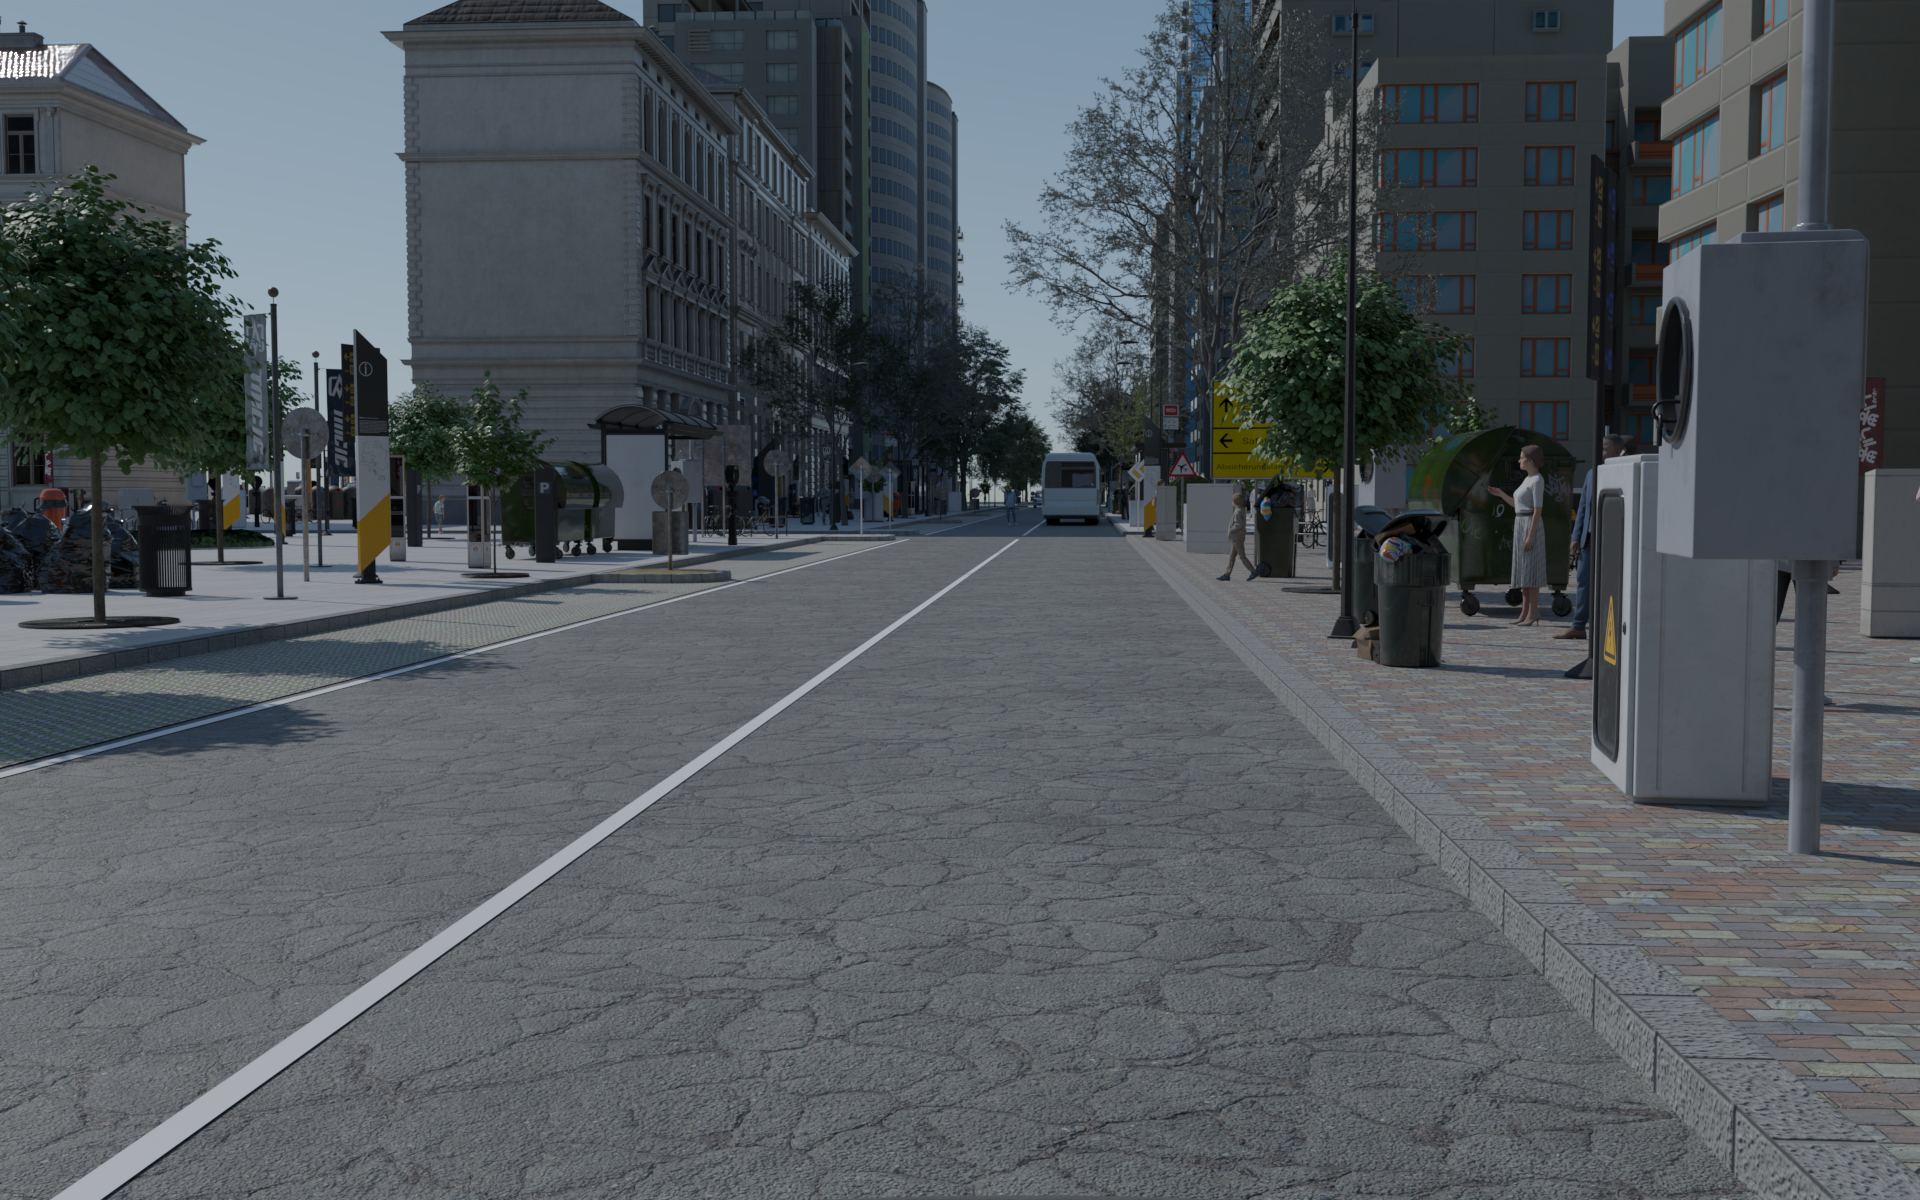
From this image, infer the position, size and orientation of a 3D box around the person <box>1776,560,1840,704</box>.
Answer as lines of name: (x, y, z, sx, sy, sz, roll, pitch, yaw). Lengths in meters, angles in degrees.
person: (4.959, -0.263, 10.529, 0.728, 1.800, 0.709, -2, 4, -31)

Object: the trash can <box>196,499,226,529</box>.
trash can: (-19.753, -2.082, 45.688, 0.748, 1.137, 0.748, 0, 3, 0)

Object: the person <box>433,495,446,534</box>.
person: (-16.664, -2.737, 55.472, 0.352, 1.250, 0.332, -2, 4, -31)

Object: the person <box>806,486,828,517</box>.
person: (-8.148, -5.622, 98.185, 1.509, 1.804, 0.699, -2, 4, -28)

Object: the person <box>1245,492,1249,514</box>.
person: (18.269, -6.426, 111.294, 0.473, 1.802, 0.592, -2, 4, -34)

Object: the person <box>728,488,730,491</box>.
person: (-8.498, -3.677, 65.524, 0.474, 1.900, 0.648, 1, 4, 15)

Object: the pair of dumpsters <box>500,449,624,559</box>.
pair of dumpsters: (-8.273, -2.042, 35.887, 1.574, 2.255, 4.437, 0, 4, 4)

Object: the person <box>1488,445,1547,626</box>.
person: (5.455, -0.628, 16.889, 0.524, 1.755, 0.480, 0, 4, 1)

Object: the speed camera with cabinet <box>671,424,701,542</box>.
speed camera with cabinet: (-7.692, -3.189, 46.478, 0.660, 3.252, 2.038, -3, 4, -37)

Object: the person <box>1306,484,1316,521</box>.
person: (15.730, -4.348, 77.700, 0.480, 1.755, 0.524, -1, 4, -19)

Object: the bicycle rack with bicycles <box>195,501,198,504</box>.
bicycle rack with bicycles: (-56.442, -6.907, 126.319, 2.925, 0.926, 2.852, 1, 4, 21)

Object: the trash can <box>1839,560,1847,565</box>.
trash can: (15.825, -1.217, 31.544, 0.748, 1.137, 0.748, 0, 3, 0)

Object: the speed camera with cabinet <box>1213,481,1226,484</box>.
speed camera with cabinet: (18.033, -7.453, 116.193, 2.038, 3.252, 0.660, 2, 4, 35)

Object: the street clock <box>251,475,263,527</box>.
street clock: (-27.227, -3.820, 67.026, 0.471, 2.002, 0.358, -2, 4, -25)

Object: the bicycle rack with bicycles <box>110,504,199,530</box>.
bicycle rack with bicycles: (-22.138, -2.110, 47.874, 2.852, 0.926, 2.925, -1, 4, -19)

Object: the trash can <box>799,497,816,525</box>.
trash can: (-6.374, -3.715, 72.390, 0.748, 1.137, 0.748, 0, 3, 0)

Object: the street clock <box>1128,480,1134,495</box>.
street clock: (8.849, -5.209, 89.736, 0.358, 2.002, 0.471, 0, 4, -1)

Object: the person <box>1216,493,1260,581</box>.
person: (4.093, -0.926, 25.460, 0.640, 1.303, 0.475, 0, 4, 4)

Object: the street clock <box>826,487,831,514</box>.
street clock: (-8.391, -6.460, 110.184, 0.358, 2.002, 0.471, 3, 4, 36)

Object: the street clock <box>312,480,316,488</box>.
street clock: (-34.150, -5.312, 91.417, 0.358, 2.002, 0.471, 2, 4, 33)

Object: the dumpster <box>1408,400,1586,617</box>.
dumpster: (5.820, -1.002, 18.882, 1.502, 2.255, 1.985, 0, 4, 4)

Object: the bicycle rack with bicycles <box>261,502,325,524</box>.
bicycle rack with bicycles: (-29.183, -3.818, 75.801, 2.852, 0.926, 2.925, 3, 5, 41)

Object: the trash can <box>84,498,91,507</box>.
trash can: (-35.790, -3.634, 71.072, 0.748, 1.137, 0.748, 0, 3, 0)

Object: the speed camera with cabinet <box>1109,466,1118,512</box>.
speed camera with cabinet: (10.904, -7.832, 122.381, 0.660, 3.252, 2.038, 0, 4, 4)

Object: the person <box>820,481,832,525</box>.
person: (-5.448, -3.993, 71.509, 0.661, 1.801, 0.590, -3, 5, -41)

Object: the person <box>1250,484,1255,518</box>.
person: (15.562, -5.231, 91.456, 0.818, 1.842, 0.514, -2, 4, -26)

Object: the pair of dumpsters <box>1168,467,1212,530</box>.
pair of dumpsters: (8.505, -3.764, 64.034, 1.574, 2.255, 4.437, 0, 4, 4)

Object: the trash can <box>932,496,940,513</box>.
trash can: (-1.572, -6.219, 113.337, 0.748, 1.137, 0.748, 0, 3, 0)

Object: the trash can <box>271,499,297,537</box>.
trash can: (-20.387, -2.485, 52.282, 0.748, 1.137, 0.748, 0, 3, 0)

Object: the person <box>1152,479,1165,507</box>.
person: (5.723, -2.592, 49.422, 0.522, 1.701, 0.512, -1, 4, -17)

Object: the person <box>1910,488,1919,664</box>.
person: (7.501, -0.385, 12.923, 0.593, 1.750, 0.643, -3, 5, -41)

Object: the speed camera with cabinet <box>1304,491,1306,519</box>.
speed camera with cabinet: (16.701, -5.780, 88.841, 2.038, 3.252, 0.660, 2, 4, 28)

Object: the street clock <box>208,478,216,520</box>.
street clock: (-31.736, -4.231, 73.752, 0.471, 2.002, 0.358, 0, 4, -6)

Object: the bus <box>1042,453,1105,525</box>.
bus: (5.513, -5.437, 83.762, 2.948, 3.499, 13.247, 0, 4, 5)

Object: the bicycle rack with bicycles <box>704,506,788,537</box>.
bicycle rack with bicycles: (-6.716, -2.406, 52.723, 2.852, 0.926, 2.925, 2, 4, 32)

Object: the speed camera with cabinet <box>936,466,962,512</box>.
speed camera with cabinet: (-0.940, -7.915, 123.741, 2.038, 3.252, 0.660, -1, 4, -16)

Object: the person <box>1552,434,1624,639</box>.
person: (5.618, -0.545, 15.141, 0.419, 1.800, 0.721, -3, 5, -40)

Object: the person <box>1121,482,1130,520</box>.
person: (8.347, -4.987, 86.942, 0.474, 1.900, 0.648, -1, 4, -23)

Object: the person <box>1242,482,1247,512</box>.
person: (11.863, -4.172, 74.480, 1.509, 1.804, 0.699, -3, 4, -39)

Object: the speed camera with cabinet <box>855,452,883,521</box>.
speed camera with cabinet: (-4.362, -5.429, 83.095, 0.660, 3.252, 2.038, 1, 4, 23)

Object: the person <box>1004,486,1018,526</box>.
person: (2.318, -4.294, 78.978, 0.793, 1.790, 0.793, -2, 4, -32)

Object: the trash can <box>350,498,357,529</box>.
trash can: (-22.102, -3.194, 63.877, 0.748, 1.137, 0.748, 0, 3, 0)

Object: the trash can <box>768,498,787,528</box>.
trash can: (-6.948, -3.319, 65.922, 0.748, 1.137, 0.748, 0, 3, 0)

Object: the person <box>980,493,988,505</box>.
person: (2.901, -11.968, 202.445, 1.217, 1.735, 0.721, -1, 4, -21)

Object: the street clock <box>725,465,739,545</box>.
street clock: (-5.688, -2.367, 43.268, 0.358, 2.002, 0.471, 1, 4, 10)

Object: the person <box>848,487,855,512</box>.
person: (-7.681, -7.065, 121.894, 0.599, 1.781, 0.374, 0, 4, 3)

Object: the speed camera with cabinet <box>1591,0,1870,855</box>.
speed camera with cabinet: (3.016, -0.772, 6.961, 0.660, 3.252, 2.038, 1, 4, 12)

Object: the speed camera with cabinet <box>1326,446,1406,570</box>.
speed camera with cabinet: (6.744, -2.109, 28.818, 0.660, 3.252, 2.038, -1, 4, -9)

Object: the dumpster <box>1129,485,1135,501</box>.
dumpster: (8.842, -4.779, 83.903, 1.264, 1.857, 1.865, 0, 4, 4)

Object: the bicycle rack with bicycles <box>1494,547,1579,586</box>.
bicycle rack with bicycles: (8.916, -0.643, 23.891, 2.925, 0.926, 2.852, -2, 4, -28)

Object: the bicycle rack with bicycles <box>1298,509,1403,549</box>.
bicycle rack with bicycles: (8.553, -1.733, 41.720, 2.852, 0.926, 2.925, -2, 4, -30)

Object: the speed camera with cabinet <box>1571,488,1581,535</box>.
speed camera with cabinet: (18.128, -3.408, 50.065, 2.038, 3.252, 0.660, -1, 4, -8)

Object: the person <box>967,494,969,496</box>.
person: (1.590, -14.682, 246.100, 1.348, 1.823, 0.705, 2, 4, 26)

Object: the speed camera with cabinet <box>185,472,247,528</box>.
speed camera with cabinet: (-28.209, -4.361, 65.642, 2.038, 3.252, 0.660, -2, 4, -33)

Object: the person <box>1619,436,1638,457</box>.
person: (7.043, -0.801, 18.506, 0.474, 1.900, 0.648, 0, 4, -1)

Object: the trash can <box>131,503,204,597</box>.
trash can: (-10.018, -0.622, 21.823, 0.748, 1.137, 0.748, 0, 3, 0)
